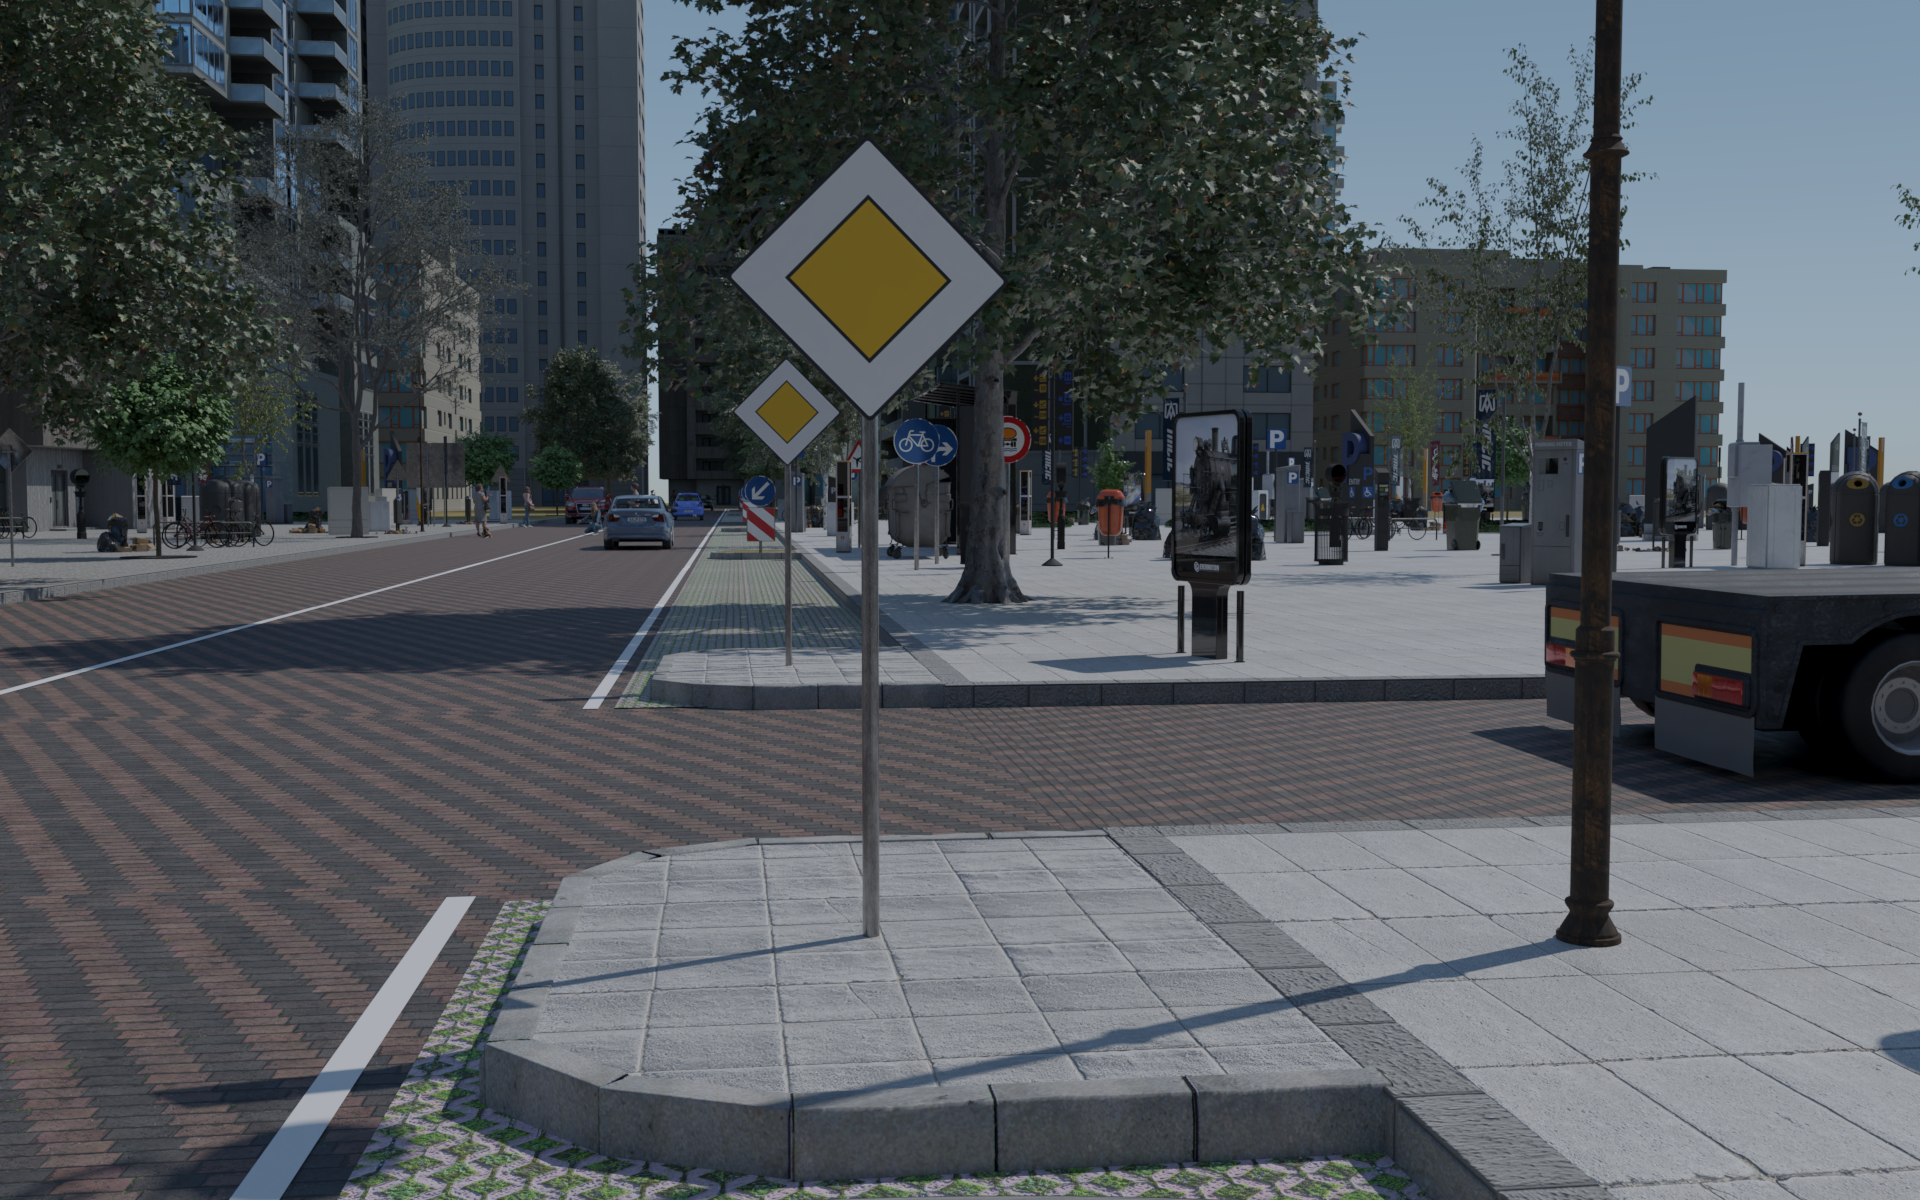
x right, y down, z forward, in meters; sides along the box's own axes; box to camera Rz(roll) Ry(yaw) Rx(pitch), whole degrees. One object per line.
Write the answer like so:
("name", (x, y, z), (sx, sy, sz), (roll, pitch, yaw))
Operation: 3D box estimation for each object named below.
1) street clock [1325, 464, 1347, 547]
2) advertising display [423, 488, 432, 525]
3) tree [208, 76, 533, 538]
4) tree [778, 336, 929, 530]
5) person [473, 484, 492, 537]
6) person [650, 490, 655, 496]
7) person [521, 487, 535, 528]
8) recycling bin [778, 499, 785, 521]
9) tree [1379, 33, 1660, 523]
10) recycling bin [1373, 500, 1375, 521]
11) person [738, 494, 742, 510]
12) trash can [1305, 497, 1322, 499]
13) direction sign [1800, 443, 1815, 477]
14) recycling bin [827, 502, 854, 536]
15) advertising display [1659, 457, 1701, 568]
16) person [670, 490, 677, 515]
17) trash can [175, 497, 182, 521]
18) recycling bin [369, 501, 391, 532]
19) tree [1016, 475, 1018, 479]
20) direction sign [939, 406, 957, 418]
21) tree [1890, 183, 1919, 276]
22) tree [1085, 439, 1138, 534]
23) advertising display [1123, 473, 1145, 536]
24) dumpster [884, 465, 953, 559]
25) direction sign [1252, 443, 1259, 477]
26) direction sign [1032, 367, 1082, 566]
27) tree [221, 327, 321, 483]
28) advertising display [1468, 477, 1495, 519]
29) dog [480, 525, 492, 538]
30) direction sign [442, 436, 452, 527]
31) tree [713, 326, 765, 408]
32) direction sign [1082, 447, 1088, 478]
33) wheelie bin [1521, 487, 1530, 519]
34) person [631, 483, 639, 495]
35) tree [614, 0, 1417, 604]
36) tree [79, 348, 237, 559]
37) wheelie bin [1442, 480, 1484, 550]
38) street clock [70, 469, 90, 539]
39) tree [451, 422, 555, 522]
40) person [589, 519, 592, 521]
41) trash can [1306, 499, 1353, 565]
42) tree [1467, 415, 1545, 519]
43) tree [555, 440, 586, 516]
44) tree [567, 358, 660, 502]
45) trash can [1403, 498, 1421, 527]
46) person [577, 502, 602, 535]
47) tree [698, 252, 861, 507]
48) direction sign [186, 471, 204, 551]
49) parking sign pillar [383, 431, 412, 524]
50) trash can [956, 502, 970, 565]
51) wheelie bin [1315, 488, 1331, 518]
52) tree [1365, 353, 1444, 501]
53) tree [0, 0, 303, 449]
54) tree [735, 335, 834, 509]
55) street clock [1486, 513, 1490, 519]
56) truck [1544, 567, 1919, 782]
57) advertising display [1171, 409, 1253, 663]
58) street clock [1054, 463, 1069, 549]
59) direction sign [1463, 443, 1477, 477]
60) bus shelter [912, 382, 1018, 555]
("street clock", (9.056, -2.275, 41.773), (0.471, 2.002, 0.358), (-2, 4, -25))
("advertising display", (-22.441, -4.120, 72.577), (0.974, 1.923, 0.123), (3, 5, 41))
("tree", (-17.580, -8.567, 50.439), (12.009, 13.543, 11.850), (0, 3, 0))
("tree", (-2.987, -5.951, 47.659), (4.360, 8.622, 3.978), (0, 3, 0))
("person", (-16.036, -3.026, 58.326), (0.716, 1.782, 0.532), (2, 4, 28))
("person", (-20.624, -6.530, 116.068), (0.445, 1.727, 0.742), (0, 4, -1))
("person", (-18.584, -3.987, 74.275), (0.643, 1.750, 0.593), (-3, 5, -40))
("recycling bin", (-8.353, -4.370, 84.009), (0.722, 1.027, 0.722), (2, 4, 34))
("tree", (9.224, -4.754, 28.096), (4.360, 8.622, 3.978), (0, 3, 0))
("recycling bin", (18.546, -3.975, 77.543), (0.722, 1.027, 0.722), (1, 4, 10))
("person", (-18.938, -8.530, 149.442), (0.415, 1.643, 0.593), (-1, 4, -10))
("trash can", (15.562, -3.956, 76.340), (0.748, 1.137, 0.748), (0, 3, 0))
("direction sign", (37.824, -5.228, 77.479), (0.379, 3.537, 0.876), (-1, 4, -22))
("recycling bin", (-3.646, -2.462, 52.809), (0.722, 1.027, 0.722), (0, 4, 6))
("advertising display", (12.515, -1.527, 30.174), (0.974, 1.923, 0.123), (-2, 4, -35))
("person", (-18.853, -6.457, 114.794), (0.721, 1.735, 1.217), (-3, 5, -42))
("trash can", (-35.364, -4.109, 78.831), (0.748, 1.137, 0.748), (0, 3, 0))
("recycling bin", (-19.974, -2.864, 59.373), (0.722, 1.027, 0.722), (-2, 4, -34))
("tree", (1.632, -4.766, 72.518), (1.663, 3.219, 1.824), (0, 3, 0))
("direction sign", (-0.165, -3.218, 44.612), (0.876, 3.537, 0.379), (2, 4, 35))
("tree", (20.803, -5.020, 32.434), (4.737, 8.622, 4.395), (0, 3, 0))
("tree", (4.743, -3.682, 54.802), (1.663, 3.219, 1.824), (0, 3, 0))
("advertising display", (5.326, -2.930, 53.116), (0.123, 1.923, 0.974), (-2, 4, -29))
("dumpster", (-0.825, -1.780, 34.866), (1.264, 1.857, 1.865), (0, 4, -7))
("direction sign", (13.027, -5.226, 77.445), (0.379, 3.537, 0.876), (-2, 4, -32))
("direction sign", (1.646, -2.373, 30.797), (0.876, 3.537, 0.379), (3, 4, 38))
("tree", (-26.849, -7.067, 65.911), (4.737, 8.622, 4.395), (0, 3, 0))
("advertising display", (19.448, -3.635, 64.638), (0.974, 1.923, 0.123), (0, 4, 5))
("dog", (-15.608, -2.240, 56.818), (0.550, 0.427, 0.748), (1, 4, 11))
("direction sign", (-20.107, -4.633, 67.746), (0.379, 3.537, 0.876), (-1, 4, -23))
("tree", (-17.400, -18.933, 165.446), (12.611, 20.169, 13.585), (0, 3, 0))
("direction sign", (5.733, -5.570, 83.058), (0.876, 3.537, 0.379), (-2, 4, -28))
("wheelie bin", (26.513, -4.440, 80.494), (0.980, 1.594, 0.693), (3, 5, 40))
("person", (-10.180, -2.760, 53.962), (0.374, 1.781, 0.599), (-1, 4, -19))
("tree", (0.439, -6.314, 20.237), (9.611, 12.733, 9.660), (0, 3, 0))
("tree", (-16.089, -3.121, 34.741), (4.285, 4.588, 4.351), (0, 3, 0))
("wheelie bin", (11.467, -1.940, 39.632), (0.980, 1.594, 0.693), (-1, 4, -12))
("street clock", (-25.079, -2.742, 49.401), (0.358, 2.002, 0.471), (2, 4, 28))
("tree", (-21.826, -5.844, 79.261), (4.285, 4.588, 4.351), (0, 3, 0))
("person", (-19.500, -5.122, 91.878), (1.348, 1.869, 0.705), (-1, 4, -14))
("trash can", (6.729, -1.207, 31.380), (0.748, 1.137, 0.748), (0, 3, 0))
("tree", (22.605, -5.380, 71.677), (4.285, 4.588, 4.351), (0, 3, 0))
("tree", (-24.014, -7.326, 103.499), (4.285, 4.588, 4.351), (0, 3, 0))
("tree", (-32.142, -15.385, 158.191), (9.857, 13.997, 8.962), (0, 3, 0))
("trash can", (17.807, -3.462, 68.253), (0.748, 1.137, 0.748), (0, 3, 0))
("person", (-12.754, -2.827, 60.228), (0.738, 1.151, 1.012), (-3, 5, -42))
("tree", (-7.719, -10.691, 81.452), (9.857, 13.997, 8.962), (0, 3, 0))
("direction sign", (-17.306, -2.880, 39.082), (0.379, 3.537, 0.876), (-2, 4, -31))
("parking sign pillar", (-24.016, -5.196, 73.419), (1.447, 3.967, 1.447), (-2, 4, -33))
("trash can", (0.306, -1.133, 30.172), (0.748, 1.137, 0.748), (0, 3, 0))
("wheelie bin", (17.532, -4.666, 84.196), (0.980, 1.594, 0.693), (-1, 4, -23))
("tree", (23.057, -8.493, 89.231), (4.737, 8.622, 4.395), (0, 3, 0))
("tree", (-14.189, -6.528, 23.741), (9.611, 12.733, 9.660), (0, 3, 0))
("tree", (-10.080, -11.423, 104.894), (7.486, 12.596, 7.792), (0, 3, 0))
("street clock", (22.944, -4.324, 75.270), (0.471, 2.002, 0.358), (-2, 4, -26))
("truck", (13.062, -1.260, 10.354), (18.799, 4.110, 2.967), (0, 4, -5))
("advertising display", (1.957, -0.509, 13.542), (0.123, 1.923, 0.974), (-2, 4, -24))
("street clock", (2.345, -2.175, 40.133), (0.358, 2.002, 0.471), (0, 4, 4))
("direction sign", (22.608, -5.180, 76.694), (0.379, 3.537, 0.876), (-2, 4, -31))
("bus shelter", (0.034, -2.954, 39.576), (1.731, 3.624, 6.357), (0, 4, -8))
